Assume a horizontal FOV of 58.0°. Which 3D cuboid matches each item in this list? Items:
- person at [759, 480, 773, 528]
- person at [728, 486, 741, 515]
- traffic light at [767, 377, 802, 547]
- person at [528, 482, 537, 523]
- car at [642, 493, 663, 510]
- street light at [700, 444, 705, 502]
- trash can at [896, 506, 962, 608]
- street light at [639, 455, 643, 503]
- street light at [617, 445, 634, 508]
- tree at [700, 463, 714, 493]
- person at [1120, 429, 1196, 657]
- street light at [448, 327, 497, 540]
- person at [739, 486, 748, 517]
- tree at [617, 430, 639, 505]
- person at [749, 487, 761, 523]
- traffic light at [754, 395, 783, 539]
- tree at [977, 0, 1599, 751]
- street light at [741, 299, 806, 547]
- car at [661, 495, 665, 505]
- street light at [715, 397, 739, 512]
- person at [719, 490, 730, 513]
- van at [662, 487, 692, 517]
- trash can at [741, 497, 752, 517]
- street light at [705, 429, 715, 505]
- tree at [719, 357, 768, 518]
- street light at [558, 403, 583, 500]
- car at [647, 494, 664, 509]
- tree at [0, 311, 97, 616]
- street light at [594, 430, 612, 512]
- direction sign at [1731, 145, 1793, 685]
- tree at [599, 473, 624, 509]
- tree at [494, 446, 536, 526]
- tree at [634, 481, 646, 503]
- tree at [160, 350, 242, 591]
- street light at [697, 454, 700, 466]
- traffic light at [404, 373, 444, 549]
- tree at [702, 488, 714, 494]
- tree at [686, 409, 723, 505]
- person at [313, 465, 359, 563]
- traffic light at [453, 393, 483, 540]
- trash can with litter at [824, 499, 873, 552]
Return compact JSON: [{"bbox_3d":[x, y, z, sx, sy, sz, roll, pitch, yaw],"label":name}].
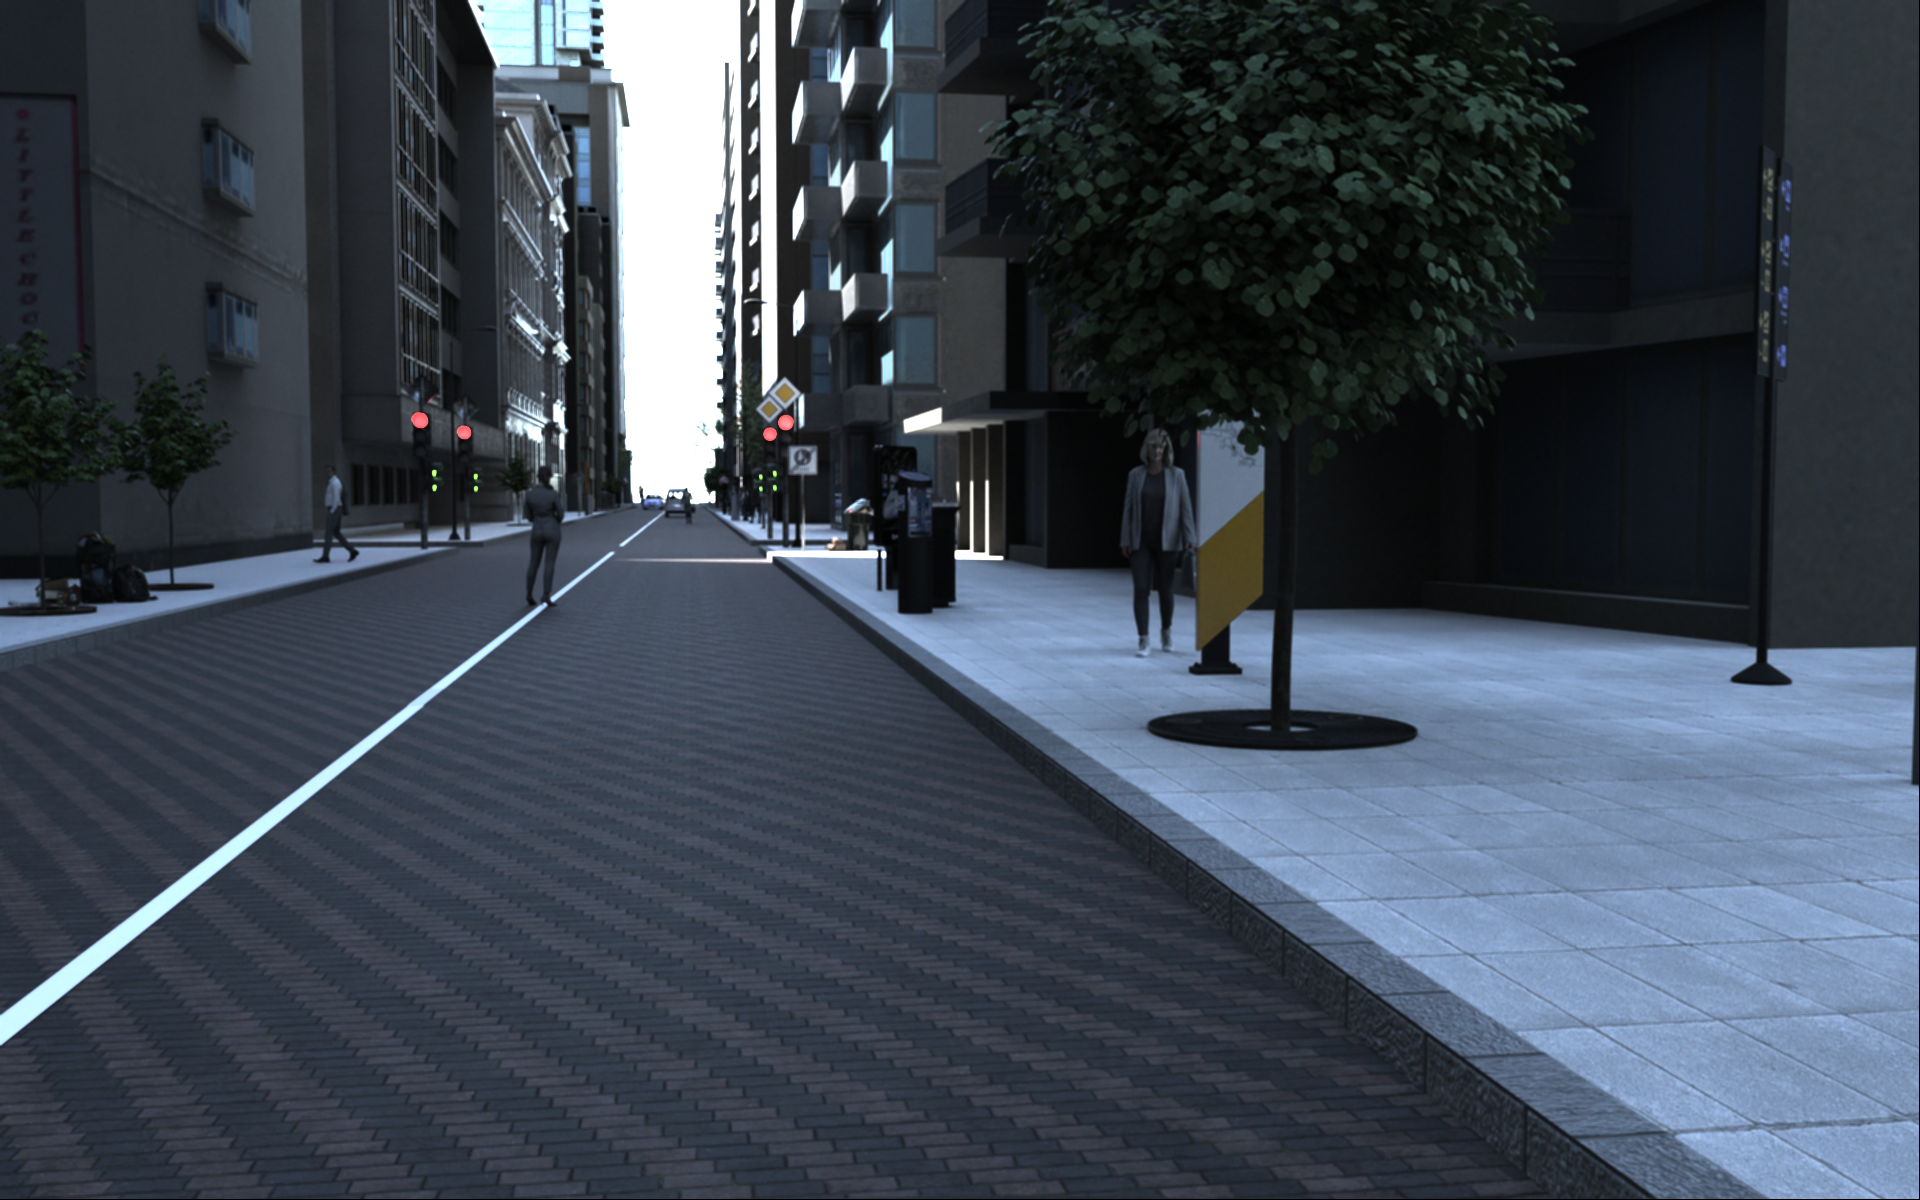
[{"bbox_3d":[-7.212,-3.562,64.461,0.511,1.800,0.466,-1,4,-9],"label":"person"},{"bbox_3d":[-13.643,-6.018,104.841,0.834,1.777,0.661,1,4,11],"label":"person"},{"bbox_3d":[-4.211,-3.221,41.578,0.839,4.253,0.868,-1,4,-9],"label":"traffic light"},{"bbox_3d":[-19.192,-4.382,77.867,0.709,1.800,0.728,2,4,30],"label":"person"},{"bbox_3d":[-28.288,-9.176,159.613,1.945,1.707,3.694,0,4,-7],"label":"car"},{"bbox_3d":[-22.838,-11.405,159.018,1.470,5.913,1.316,-1,4,-9],"label":"street light"},{"bbox_3d":[-0.352,-0.491,19.675,0.748,1.137,0.748,0,3,0],"label":"trash can"},{"bbox_3d":[-38.413,-14.297,206.303,1.470,5.913,1.316,-1,4,-9],"label":"street light"},{"bbox_3d":[-31.999,-11.770,164.978,1.470,5.913,1.316,-1,4,-9],"label":"street light"},{"bbox_3d":[-23.507,-11.252,167.679,4.285,4.588,4.351,0,3,0],"label":"tree"},{"bbox_3d":[1.647,-0.468,13.875,0.709,1.800,0.728,1,4,14],"label":"person"},{"bbox_3d":[-13.524,-4.620,48.074,1.470,5.913,1.316,-1,4,-9],"label":"street light"},{"bbox_3d":[-12.113,-5.476,96.157,0.593,1.750,0.643,-2,4,-28],"label":"person"},{"bbox_3d":[-38.722,-15.104,197.313,4.737,8.622,4.395,0,3,0],"label":"tree"},{"bbox_3d":[-8.961,-4.284,75.869,0.659,1.850,0.755,-2,4,-34],"label":"person"},{"bbox_3d":[-5.453,-3.703,49.466,0.839,4.253,0.868,-1,4,-9],"label":"traffic light"},{"bbox_3d":[1.674,-1.557,9.170,4.285,4.588,4.351,0,3,0],"label":"tree"},{"bbox_3d":[-4.443,-4.219,41.529,1.470,5.913,1.316,-1,4,-9],"label":"street light"},{"bbox_3d":[-40.974,-13.584,234.458,2.083,1.381,4.827,0,4,-7],"label":"car"},{"bbox_3d":[-10.802,-6.737,82.686,1.470,5.913,1.316,-1,4,-9],"label":"street light"},{"bbox_3d":[-15.609,-6.662,114.957,0.794,1.824,0.713,-2,4,-28],"label":"person"},{"bbox_3d":[-17.773,-6.247,109.141,2.013,2.044,4.112,-1,4,-10],"label":"van"},{"bbox_3d":[-11.983,-5.237,97.277,0.748,1.137,0.748,0,3,0],"label":"trash can"},{"bbox_3d":[-17.245,-9.225,123.369,1.470,5.913,1.316,-1,4,-9],"label":"street light"},{"bbox_3d":[-10.970,-8.728,93.063,4.737,8.622,4.395,0,3,0],"label":"tree"},{"bbox_3d":[-19.934,-7.094,88.524,1.470,5.913,1.316,-1,4,-9],"label":"street light"},{"bbox_3d":[-29.680,-9.663,168.212,2.015,1.641,3.980,0,4,-7],"label":"car"},{"bbox_3d":[-9.864,-1.457,18.420,1.663,3.219,1.824,0,3,0],"label":"tree"},{"bbox_3d":[-25.735,-9.313,124.802,1.470,5.913,1.316,-1,4,-9],"label":"street light"},{"bbox_3d":[5.455,-1.204,11.685,0.379,3.537,0.876,3,4,37],"label":"direction sign"},{"bbox_3d":[-29.843,-9.403,148.336,1.663,3.219,1.824,0,3,0],"label":"tree"},{"bbox_3d":[-18.090,-4.638,70.439,1.663,3.219,1.824,0,3,0],"label":"tree"},{"bbox_3d":[-47.382,-16.003,256.250,1.663,3.219,1.824,0,3,0],"label":"tree"},{"bbox_3d":[-10.784,-1.756,23.308,1.663,3.219,1.824,0,3,0],"label":"tree"},{"bbox_3d":[-29.238,-13.867,199.261,1.470,5.913,1.316,-1,4,-9],"label":"street light"},{"bbox_3d":[-12.468,-3.140,40.267,0.839,4.253,0.868,-1,4,-9],"label":"traffic light"},{"bbox_3d":[-32.065,-13.819,220.534,1.663,3.219,1.824,0,3,0],"label":"tree"},{"bbox_3d":[-28.960,-17.250,207.800,9.928,11.665,9.643,0,3,0],"label":"tree"},{"bbox_3d":[-11.756,-1.617,32.574,0.850,1.850,0.679,-2,4,-27],"label":"person"},{"bbox_3d":[-13.710,-3.623,48.155,0.839,4.253,0.868,-1,4,-9],"label":"traffic light"},{"bbox_3d":[-2.459,-1.674,38.764,1.055,1.170,0.624,-3,4,-36],"label":"trash can with litter"}]
